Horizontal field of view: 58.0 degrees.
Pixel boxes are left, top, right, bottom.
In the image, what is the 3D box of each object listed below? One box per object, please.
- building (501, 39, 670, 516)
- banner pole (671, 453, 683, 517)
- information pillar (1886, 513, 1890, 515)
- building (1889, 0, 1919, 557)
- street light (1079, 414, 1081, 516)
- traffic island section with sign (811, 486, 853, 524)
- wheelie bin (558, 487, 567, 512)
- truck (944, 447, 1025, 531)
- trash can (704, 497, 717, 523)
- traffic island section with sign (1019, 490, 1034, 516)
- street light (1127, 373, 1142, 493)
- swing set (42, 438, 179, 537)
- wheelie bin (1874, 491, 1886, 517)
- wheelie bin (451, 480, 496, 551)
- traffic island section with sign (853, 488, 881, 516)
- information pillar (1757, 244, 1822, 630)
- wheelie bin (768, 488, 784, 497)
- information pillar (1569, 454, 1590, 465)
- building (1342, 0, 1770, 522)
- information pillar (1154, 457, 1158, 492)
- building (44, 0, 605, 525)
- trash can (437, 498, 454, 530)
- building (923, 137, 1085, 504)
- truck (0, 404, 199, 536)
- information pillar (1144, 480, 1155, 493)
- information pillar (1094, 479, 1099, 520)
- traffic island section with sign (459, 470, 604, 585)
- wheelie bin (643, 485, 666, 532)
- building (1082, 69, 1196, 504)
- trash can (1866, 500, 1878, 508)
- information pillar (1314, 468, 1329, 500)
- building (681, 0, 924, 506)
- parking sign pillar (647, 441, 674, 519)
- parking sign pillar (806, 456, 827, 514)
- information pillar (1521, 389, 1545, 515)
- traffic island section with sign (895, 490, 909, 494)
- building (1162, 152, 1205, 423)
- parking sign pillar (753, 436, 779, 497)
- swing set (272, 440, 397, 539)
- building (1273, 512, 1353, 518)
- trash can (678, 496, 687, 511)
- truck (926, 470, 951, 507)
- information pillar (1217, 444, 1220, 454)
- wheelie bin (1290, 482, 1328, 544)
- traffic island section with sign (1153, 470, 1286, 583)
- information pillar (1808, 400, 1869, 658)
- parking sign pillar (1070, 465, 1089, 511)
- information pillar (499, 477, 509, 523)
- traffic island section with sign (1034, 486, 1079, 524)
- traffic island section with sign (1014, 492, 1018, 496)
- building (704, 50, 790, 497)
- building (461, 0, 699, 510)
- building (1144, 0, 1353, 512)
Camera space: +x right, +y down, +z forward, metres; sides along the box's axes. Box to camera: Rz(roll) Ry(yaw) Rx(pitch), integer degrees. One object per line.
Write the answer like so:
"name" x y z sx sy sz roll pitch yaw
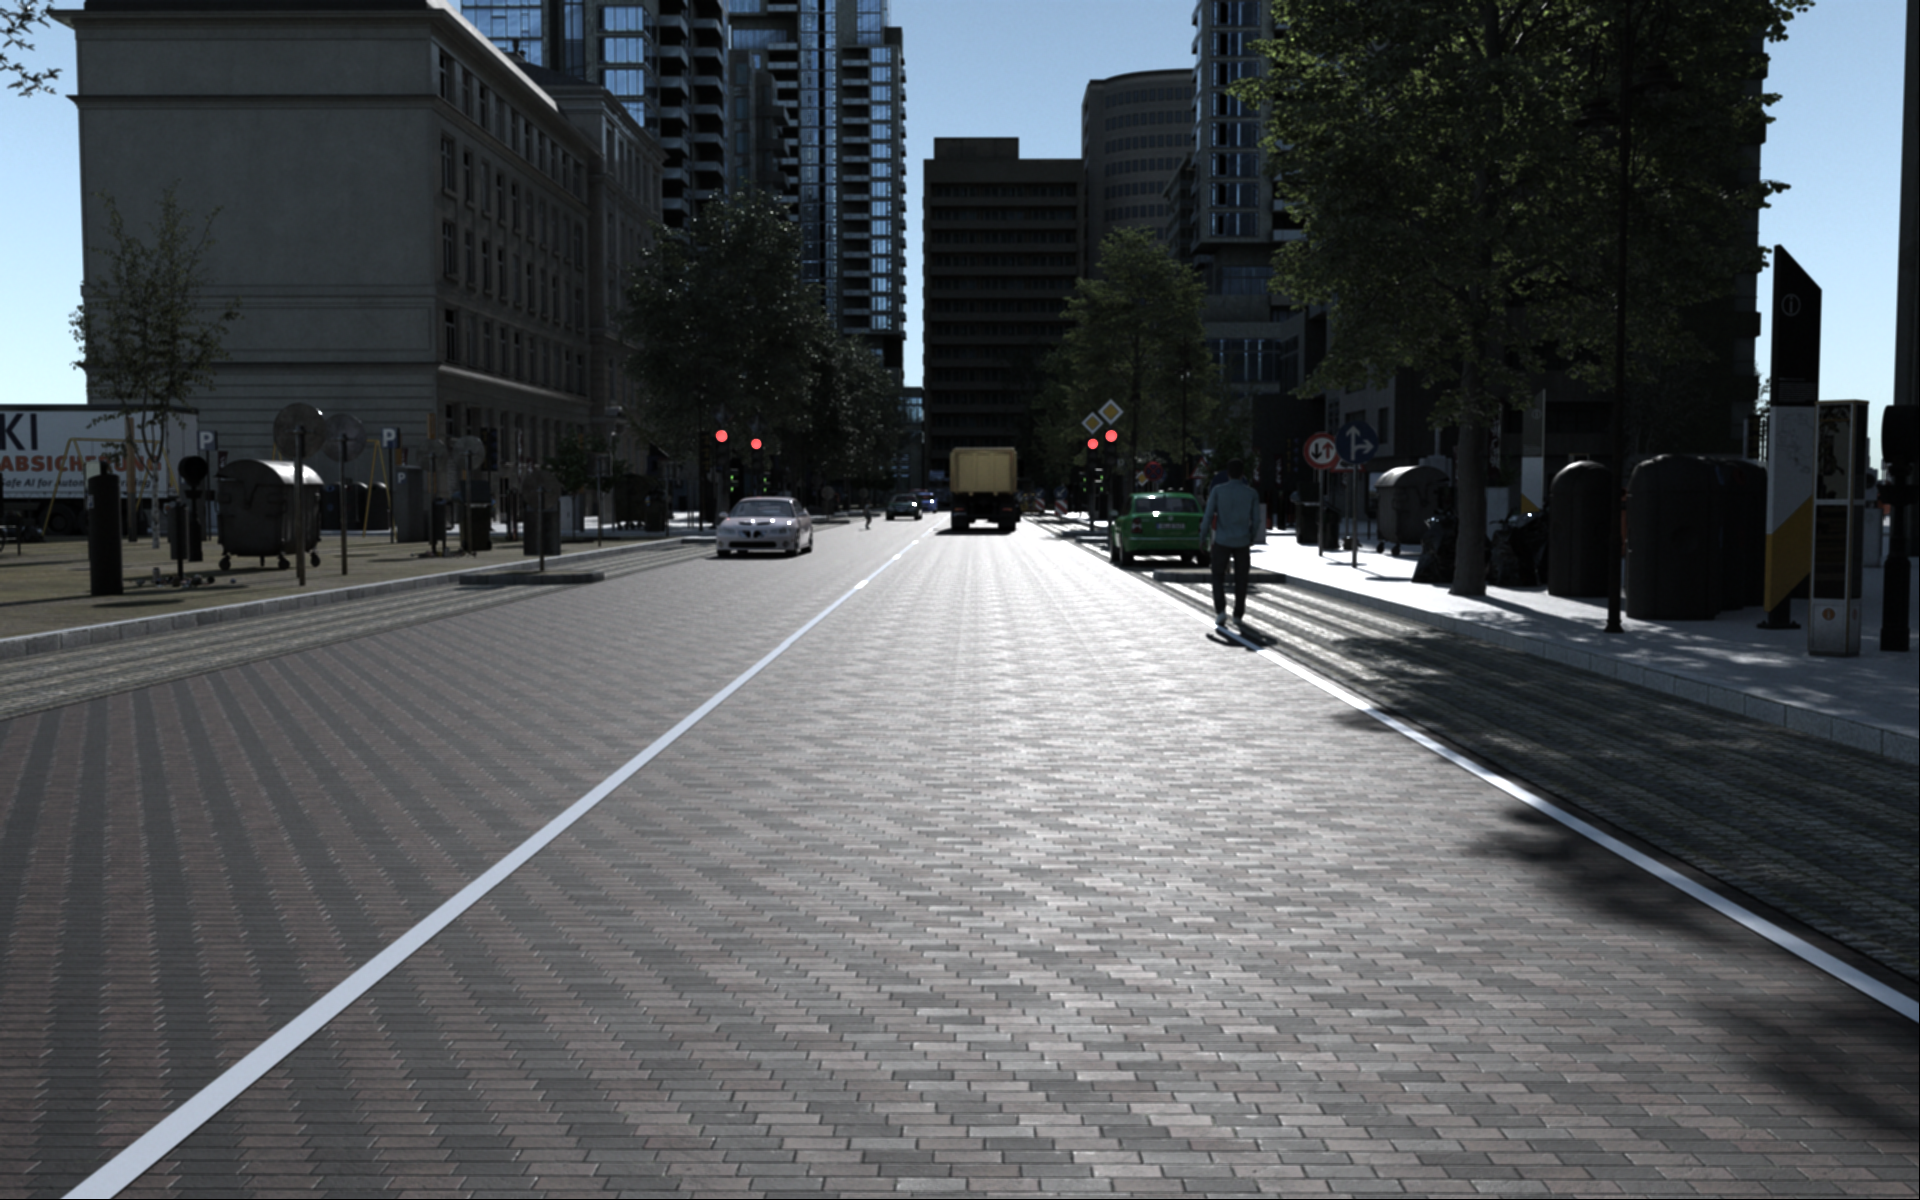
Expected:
"building" -26.702 -19.816 109.899 13.634 28.700 20.117 0 4 1
"banner pole" -15.893 -6.540 96.939 0.863 3.779 0.401 -2 4 -28
"information pillar" 62.089 -6.798 115.633 0.304 2.012 0.304 3 5 42
"building" 29.975 -24.493 24.159 21.300 48.544 21.600 0 4 1
"street light" 6.929 -7.757 99.614 0.468 5.910 1.993 0 4 1
"traffic island section with sign" -6.356 -4.596 83.765 1.989 1.847 2.006 0 4 1
"wheelie bin" -17.270 -4.091 74.791 0.693 1.594 0.980 -3 4 -39
"truck" 0.980 -4.576 70.747 3.469 3.379 9.791 0 4 1
"trash can" -11.023 -4.014 77.287 0.748 1.137 0.748 0 3 0
"traffic island section with sign" 5.010 -6.300 111.637 1.989 1.847 2.006 0 4 1
"street light" 6.586 -5.663 65.377 0.468 5.910 1.993 0 4 1
"swing set" -24.052 -3.184 49.674 2.862 2.851 3.119 2 4 26
"wheelie bin" 52.472 -5.561 98.824 0.693 1.594 0.980 1 4 18
"wheelie bin" -11.076 -1.925 39.384 0.980 1.594 0.693 -2 4 -29
"traffic island section with sign" -6.110 -6.253 110.860 1.989 1.847 2.006 0 4 1
"information pillar" 7.887 -1.533 16.424 0.504 3.616 0.183 -1 4 -14
"wheelie bin" -9.687 -5.075 90.878 0.980 1.594 0.693 -2 4 -27
"information pillar" 11.249 -1.653 31.525 0.304 2.012 0.304 0 4 8
"building" 24.915 -18.564 75.217 14.107 30.474 14.160 0 4 1
"information pillar" 12.499 -7.285 110.466 0.183 3.616 0.504 3 4 37
"building" -28.584 -15.399 85.050 16.112 22.955 30.059 0 4 1
"trash can" -18.282 -3.047 61.479 0.748 1.137 0.748 0 3 0
"building" 5.835 -37.590 238.290 21.600 48.544 21.300 0 4 1
"truck" -30.345 -4.053 55.178 11.283 4.237 2.839 0 4 -1
"information pillar" 9.506 -5.067 87.329 0.304 2.012 0.304 -2 4 -35
"information pillar" 6.585 -4.896 84.540 0.304 2.012 0.304 -3 5 -41
"traffic island section with sign" -6.887 -1.196 28.177 1.989 1.847 2.006 0 4 1
"wheelie bin" -10.288 -3.101 58.615 0.693 1.594 0.980 1 4 12
"building" 31.247 -42.561 237.873 28.212 58.520 21.231 0 4 1
"trash can" 48.567 -4.928 92.221 0.748 1.137 0.748 0 3 0
"information pillar" 10.055 -2.676 48.241 0.304 2.012 0.304 -1 4 -15
"building" -20.457 -56.599 238.072 31.000 86.520 22.319 0 4 1
"parking sign pillar" -15.242 -6.072 87.745 1.447 3.967 1.447 2 4 29
"parking sign pillar" -9.196 -7.471 110.621 1.447 3.967 1.447 1 4 22
"information pillar" 12.852 -2.904 38.831 0.504 3.616 0.183 3 5 42
"traffic island section with sign" -5.629 -9.355 161.576 1.989 1.847 2.006 0 4 1
"building" 35.266 -30.258 186.604 32.217 40.220 23.993 0 4 1
"parking sign pillar" -8.993 -5.482 78.096 1.447 3.967 1.447 0 4 7
"swing set" -18.010 -3.148 49.093 3.119 2.851 2.862 -3 4 -37
"building" 29.986 -48.428 104.461 22.319 86.520 31.000 0 4 1
"trash can" -20.601 -7.155 128.645 0.748 1.137 0.748 0 3 0
"truck" -2.395 -12.917 200.949 2.967 4.110 18.799 0 4 -1
"information pillar" 10.321 -4.684 67.932 0.504 3.616 0.183 0 4 -2
"wheelie bin" 9.051 -2.273 45.076 0.980 1.594 0.693 0 4 -4
"traffic island section with sign" 4.236 -1.224 28.642 1.989 1.847 2.006 0 4 1
"information pillar" 6.947 -0.563 13.702 0.304 2.012 0.304 -3 5 -44
"parking sign pillar" 8.978 -8.694 130.621 1.447 3.967 1.447 2 4 24
"information pillar" -19.890 -4.351 75.635 0.304 2.012 0.304 3 4 37
"traffic island section with sign" 4.766 -4.625 84.249 1.989 1.847 2.006 0 4 1
"traffic island section with sign" 5.738 -10.969 187.971 1.989 1.847 2.006 0 4 1
"building" -34.105 -34.741 187.628 30.456 49.044 23.786 0 4 1
"building" -30.778 -51.133 148.697 22.319 86.520 31.000 0 4 1
"building" 29.641 -51.667 157.419 22.319 86.520 31.000 0 4 1
